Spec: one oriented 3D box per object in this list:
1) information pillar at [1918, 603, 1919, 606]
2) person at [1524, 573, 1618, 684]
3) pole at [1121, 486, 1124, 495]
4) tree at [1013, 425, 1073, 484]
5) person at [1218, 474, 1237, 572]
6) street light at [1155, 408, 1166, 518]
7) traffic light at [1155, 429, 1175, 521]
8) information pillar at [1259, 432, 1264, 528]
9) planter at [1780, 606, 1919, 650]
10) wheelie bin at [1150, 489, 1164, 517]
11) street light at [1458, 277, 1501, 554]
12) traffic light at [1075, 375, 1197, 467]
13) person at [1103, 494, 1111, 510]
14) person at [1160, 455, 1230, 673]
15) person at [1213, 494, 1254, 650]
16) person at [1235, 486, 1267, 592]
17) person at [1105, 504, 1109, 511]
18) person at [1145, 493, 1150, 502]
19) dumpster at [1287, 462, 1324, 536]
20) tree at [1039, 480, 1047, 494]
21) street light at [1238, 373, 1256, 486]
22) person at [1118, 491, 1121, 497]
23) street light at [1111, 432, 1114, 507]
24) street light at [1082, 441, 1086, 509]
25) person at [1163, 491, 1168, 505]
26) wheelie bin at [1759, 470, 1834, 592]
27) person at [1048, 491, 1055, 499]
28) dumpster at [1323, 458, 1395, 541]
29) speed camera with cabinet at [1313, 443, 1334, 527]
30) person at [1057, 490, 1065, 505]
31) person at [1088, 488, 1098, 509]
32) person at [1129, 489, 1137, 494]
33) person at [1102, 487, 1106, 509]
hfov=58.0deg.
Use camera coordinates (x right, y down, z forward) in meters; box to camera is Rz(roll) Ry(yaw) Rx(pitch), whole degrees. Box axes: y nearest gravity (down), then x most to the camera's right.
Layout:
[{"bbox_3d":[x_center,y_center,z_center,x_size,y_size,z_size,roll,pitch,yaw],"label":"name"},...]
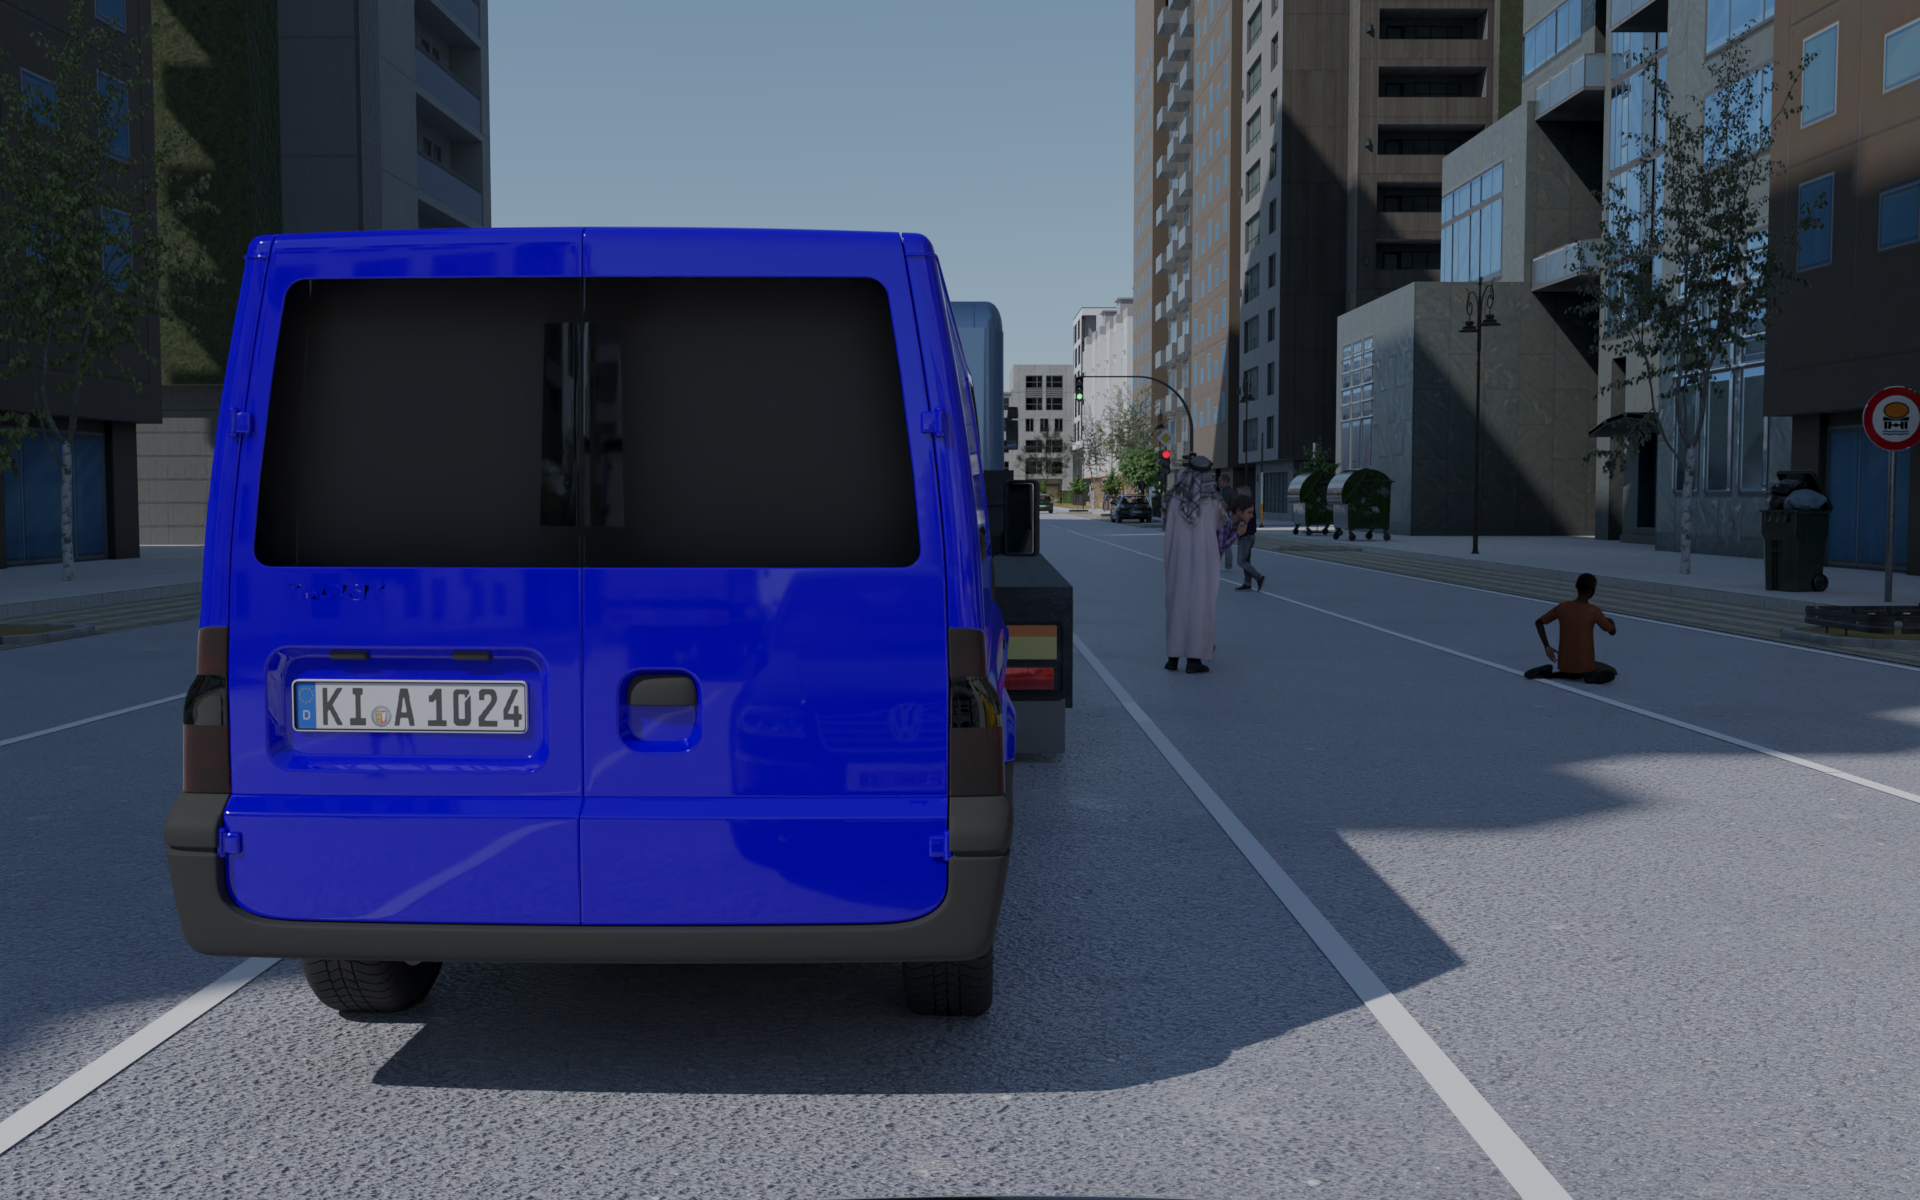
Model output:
[{"bbox_3d":[11.139,-1.719,19.468,0.183,3.616,0.504,-3,4,-36],"label":"information pillar"},{"bbox_3d":[4.803,0.210,13.347,0.655,0.850,0.859,-3,5,-42],"label":"person"},{"bbox_3d":[11.300,-7.726,120.160,0.158,3.312,0.155,0,3,0],"label":"pole"},{"bbox_3d":[11.079,-17.880,226.756,8.767,10.594,7.601,0,4,-2],"label":"tree"},{"bbox_3d":[4.901,-1.431,32.024,0.434,1.807,0.598,3,4,38],"label":"person"},{"bbox_3d":[10.767,-7.370,93.295,0.468,5.910,1.993,0,4,0],"label":"street light"},{"bbox_3d":[8.827,-5.239,74.571,0.839,4.253,0.868,0,4,0],"label":"traffic light"},{"bbox_3d":[11.529,-4.573,66.123,0.183,3.616,0.504,1,4,10],"label":"information pillar"},{"bbox_3d":[9.134,0.266,16.798,1.991,0.319,1.994,0,4,0],"label":"planter"},{"bbox_3d":[11.105,-5.488,97.636,0.693,1.594,0.980,1,4,20],"label":"wheelie bin"},{"bbox_3d":[11.069,-3.929,37.028,0.468,5.910,1.993,0,4,0],"label":"street light"},{"bbox_3d":[6.773,-5.613,66.435,4.771,5.953,1.251,0,4,0],"label":"traffic light"},{"bbox_3d":[11.513,-7.922,135.431,0.709,1.838,0.599,-1,4,-11],"label":"person"},{"bbox_3d":[1.892,-0.294,13.971,0.551,1.740,0.621,0,4,3],"label":"person"},{"bbox_3d":[2.319,-0.245,15.746,0.697,1.427,0.421,1,4,19],"label":"person"},{"bbox_3d":[4.233,-0.901,25.438,0.569,1.553,0.471,-3,5,-42],"label":"person"},{"bbox_3d":[11.271,-7.138,133.225,0.381,0.543,0.357,1,4,19],"label":"person"},{"bbox_3d":[13.312,-6.893,122.648,0.340,1.345,0.435,3,4,37],"label":"person"},{"bbox_3d":[11.082,-3.132,53.706,1.502,2.255,1.985,0,4,0],"label":"dumpster"},{"bbox_3d":[10.267,-13.345,212.785,1.663,3.219,1.824,0,3,0],"label":"tree"},{"bbox_3d":[10.933,-5.709,66.122,0.468,5.910,1.993,0,4,0],"label":"street light"},{"bbox_3d":[13.733,-8.725,149.229,0.617,1.759,0.750,2,4,28],"label":"person"},{"bbox_3d":[10.636,-9.078,121.213,0.468,5.910,1.993,0,4,0],"label":"street light"},{"bbox_3d":[10.639,-10.801,149.375,0.468,5.910,1.993,0,4,0],"label":"street light"},{"bbox_3d":[11.685,-5.635,98.892,0.841,1.734,0.376,-1,4,-16],"label":"person"},{"bbox_3d":[11.028,-0.914,22.857,0.693,1.594,0.980,-1,4,-18],"label":"wheelie bin"},{"bbox_3d":[8.630,-9.692,167.787,1.217,1.723,0.721,-1,4,-19],"label":"person"},{"bbox_3d":[11.073,-2.773,47.826,1.502,2.255,1.985,0,4,0],"label":"dumpster"},{"bbox_3d":[14.411,-4.465,67.334,2.038,3.252,0.660,0,4,0],"label":"speed camera with cabinet"},{"bbox_3d":[12.226,-12.397,209.453,1.217,1.735,0.721,2,4,34],"label":"person"},{"bbox_3d":[11.095,-8.449,144.336,0.875,1.805,0.789,3,4,38],"label":"person"},{"bbox_3d":[12.319,-7.090,123.418,0.566,1.644,0.517,0,4,4],"label":"person"},{"bbox_3d":[11.881,-8.241,140.654,0.599,1.838,0.709,2,4,25],"label":"person"}]
